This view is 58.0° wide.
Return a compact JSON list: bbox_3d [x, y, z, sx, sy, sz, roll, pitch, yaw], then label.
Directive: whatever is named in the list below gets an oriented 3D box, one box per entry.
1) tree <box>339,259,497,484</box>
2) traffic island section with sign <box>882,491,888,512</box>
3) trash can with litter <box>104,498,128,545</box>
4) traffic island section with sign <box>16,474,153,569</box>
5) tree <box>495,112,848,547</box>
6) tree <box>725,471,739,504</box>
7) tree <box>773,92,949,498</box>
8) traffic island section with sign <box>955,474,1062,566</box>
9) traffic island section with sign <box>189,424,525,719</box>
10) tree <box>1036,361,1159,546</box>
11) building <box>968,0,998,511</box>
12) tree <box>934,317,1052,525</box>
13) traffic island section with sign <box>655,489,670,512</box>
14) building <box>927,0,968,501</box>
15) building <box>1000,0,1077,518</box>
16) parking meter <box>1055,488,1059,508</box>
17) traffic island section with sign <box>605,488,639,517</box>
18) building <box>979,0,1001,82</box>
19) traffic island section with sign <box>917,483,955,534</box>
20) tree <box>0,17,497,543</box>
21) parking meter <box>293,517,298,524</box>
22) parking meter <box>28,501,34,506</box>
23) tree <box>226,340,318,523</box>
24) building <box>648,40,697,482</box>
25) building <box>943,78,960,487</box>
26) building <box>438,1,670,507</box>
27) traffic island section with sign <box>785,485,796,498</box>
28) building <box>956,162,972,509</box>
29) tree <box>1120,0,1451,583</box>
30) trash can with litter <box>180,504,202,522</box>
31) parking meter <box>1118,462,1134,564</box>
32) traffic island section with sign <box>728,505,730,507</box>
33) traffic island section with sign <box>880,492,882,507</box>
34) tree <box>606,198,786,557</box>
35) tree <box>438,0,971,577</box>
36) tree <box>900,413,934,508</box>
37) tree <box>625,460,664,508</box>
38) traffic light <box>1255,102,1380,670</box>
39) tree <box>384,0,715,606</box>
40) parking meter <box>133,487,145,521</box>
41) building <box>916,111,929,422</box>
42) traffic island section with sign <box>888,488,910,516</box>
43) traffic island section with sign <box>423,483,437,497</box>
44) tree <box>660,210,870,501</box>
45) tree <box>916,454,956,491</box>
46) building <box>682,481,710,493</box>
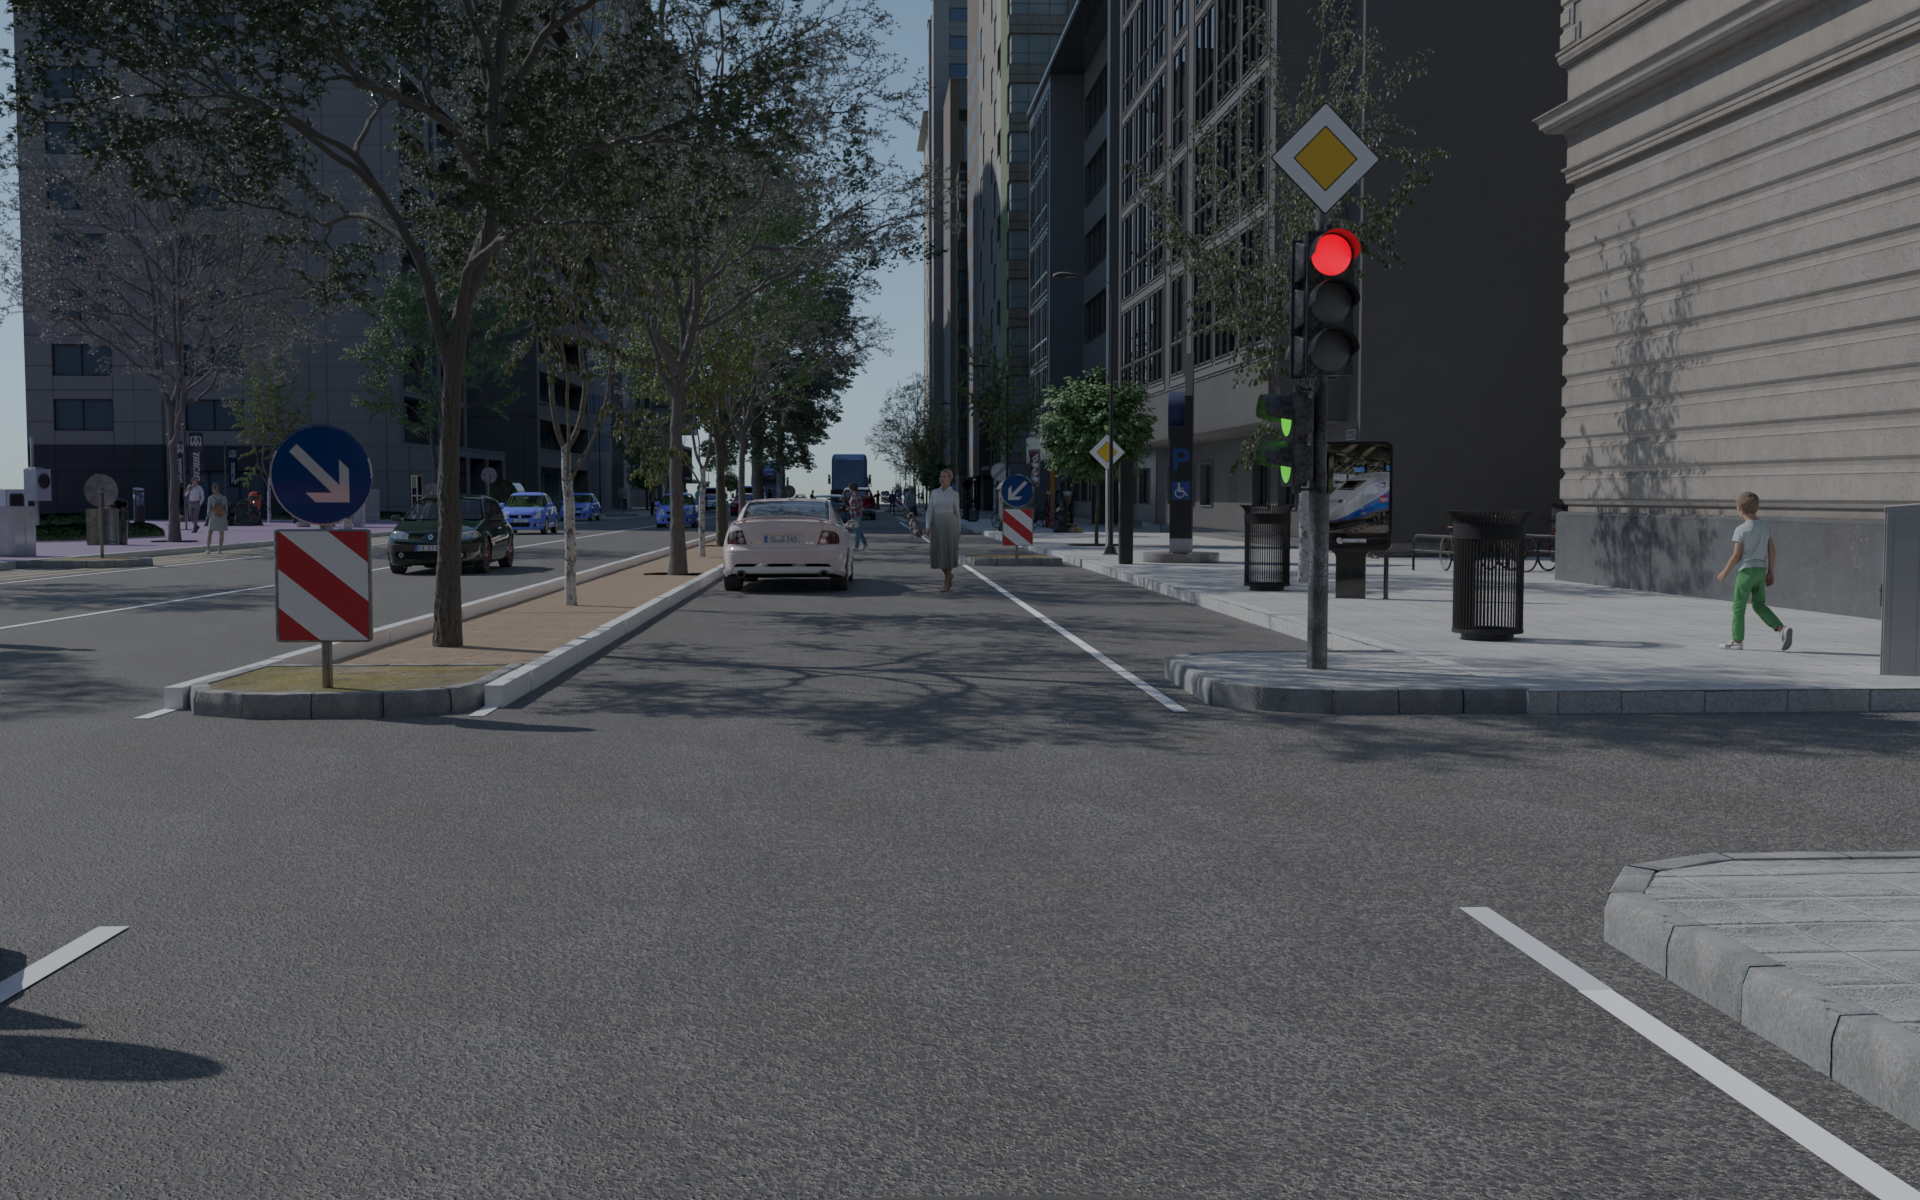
[{"bbox_3d":[-22.651,-9.139,75.174,9.928,11.665,9.643,0,3,0],"label":"tree"},{"bbox_3d":[-5.049,-7.935,138.363,1.989,1.847,2.006,0,4,-3],"label":"traffic island section with sign"},{"bbox_3d":[-21.428,-1.984,43.822,0.624,1.170,1.055,-3,4,-37],"label":"trash can with litter"},{"bbox_3d":[-17.078,-1.553,34.027,1.989,1.847,2.006,0,4,-3],"label":"traffic island section with sign"},{"bbox_3d":[-6.550,-7.249,46.741,9.928,11.665,9.643,0,3,0],"label":"tree"},{"bbox_3d":[-31.273,-15.432,236.022,4.285,4.588,4.351,0,3,0],"label":"tree"},{"bbox_3d":[-7.206,-13.589,80.529,12.611,20.169,13.585,0,3,0],"label":"tree"},{"bbox_3d":[0.994,-1.636,35.384,1.989,1.847,2.006,0,4,-3],"label":"traffic island section with sign"},{"bbox_3d":[-4.209,-0.235,11.985,2.006,1.907,1.989,0,4,-3],"label":"traffic island section with sign"},{"bbox_3d":[3.368,-3.627,43.021,4.285,4.588,4.351,0,3,0],"label":"tree"},{"bbox_3d":[7.932,-29.903,139.025,14.600,45.320,14.200,0,4,-3],"label":"building"},{"bbox_3d":[1.722,-7.487,72.775,4.737,8.622,4.395,0,3,0],"label":"tree"},{"bbox_3d":[-23.186,-7.916,138.049,1.989,1.847,2.006,0,4,-3],"label":"traffic island section with sign"},{"bbox_3d":[6.748,-40.535,204.749,21.231,58.520,28.212,0,4,-3],"label":"building"},{"bbox_3d":[9.142,-25.305,97.330,14.154,41.232,14.086,0,4,-3],"label":"building"},{"bbox_3d":[3.925,-3.872,71.715,0.372,1.533,0.369,0,3,0],"label":"parking meter"},{"bbox_3d":[-21.582,-6.248,110.776,1.989,1.847,2.006,0,4,-3],"label":"traffic island section with sign"},{"bbox_3d":[15.546,-32.350,118.159,28.713,52.752,27.495,0,4,-3],"label":"building"},{"bbox_3d":[-0.589,-3.282,62.293,1.989,1.847,2.006,0,4,-3],"label":"traffic island section with sign"},{"bbox_3d":[-20.826,-8.279,45.735,12.009,13.543,11.850,0,3,0],"label":"tree"},{"bbox_3d":[-28.805,-4.087,75.228,0.372,1.533,0.369,0,3,0],"label":"parking meter"},{"bbox_3d":[-44.367,-4.704,82.621,0.255,1.863,0.399,-3,5,-43],"label":"parking meter"},{"bbox_3d":[-30.960,-7.781,77.578,4.737,8.622,4.395,0,3,0],"label":"tree"},{"bbox_3d":[-45.899,-37.713,205.838,28.713,52.752,27.495,0,4,-3],"label":"building"},{"bbox_3d":[5.478,-32.646,183.875,14.600,45.320,14.200,0,4,-3],"label":"building"},{"bbox_3d":[-41.273,-45.458,181.496,20.563,71.187,20.611,0,4,-3],"label":"building"},{"bbox_3d":[-8.615,-4.823,86.995,2.006,1.907,1.989,0,4,-3],"label":"traffic island section with sign"},{"bbox_3d":[6.500,-23.359,153.622,14.160,30.474,14.107,0,4,-3],"label":"building"},{"bbox_3d":[4.766,-4.564,24.977,4.360,8.622,3.978,0,3,0],"label":"tree"},{"bbox_3d":[-35.545,-4.183,79.772,0.624,1.170,1.055,2,4,33],"label":"trash can with litter"},{"bbox_3d":[3.039,-1.590,31.710,0.255,1.863,0.399,0,4,2],"label":"parking meter"},{"bbox_3d":[-26.417,-11.284,193.118,1.989,1.847,2.006,0,4,-3],"label":"traffic island section with sign"},{"bbox_3d":[-8.365,-11.394,194.921,1.989,1.847,2.006,0,4,-3],"label":"traffic island section with sign"},{"bbox_3d":[-5.927,-5.298,39.438,4.737,8.622,4.395,0,3,0],"label":"tree"},{"bbox_3d":[-5.003,-7.180,30.216,12.009,13.543,11.850,0,3,0],"label":"tree"},{"bbox_3d":[-3.279,-12.511,154.922,4.737,8.622,4.395,0,3,0],"label":"tree"},{"bbox_3d":[-26.881,-10.092,148.722,4.285,4.588,4.351,0,3,0],"label":"tree"},{"bbox_3d":[2.604,-1.449,12.609,0.839,4.253,0.868,0,4,-3],"label":"traffic light"},{"bbox_3d":[-4.949,-4.211,21.670,4.360,8.622,3.978,0,3,0],"label":"tree"},{"bbox_3d":[-30.477,-3.419,64.308,0.372,1.533,0.369,0,3,0],"label":"parking meter"},{"bbox_3d":[8.975,-39.417,233.701,28.713,52.752,27.495,0,4,-3],"label":"building"},{"bbox_3d":[-3.474,-6.289,111.454,1.989,1.847,2.006,0,4,-3],"label":"traffic island section with sign"},{"bbox_3d":[-18.676,-3.208,61.080,1.989,1.847,2.006,0,4,-3],"label":"traffic island section with sign"},{"bbox_3d":[-8.079,-9.800,69.335,9.857,13.997,8.962,0,3,0],"label":"tree"},{"bbox_3d":[-1.962,-9.604,140.734,4.285,4.588,4.351,0,3,0],"label":"tree"},{"bbox_3d":[-50.238,-33.017,231.707,32.217,40.220,23.993,0,4,-3],"label":"building"}]
